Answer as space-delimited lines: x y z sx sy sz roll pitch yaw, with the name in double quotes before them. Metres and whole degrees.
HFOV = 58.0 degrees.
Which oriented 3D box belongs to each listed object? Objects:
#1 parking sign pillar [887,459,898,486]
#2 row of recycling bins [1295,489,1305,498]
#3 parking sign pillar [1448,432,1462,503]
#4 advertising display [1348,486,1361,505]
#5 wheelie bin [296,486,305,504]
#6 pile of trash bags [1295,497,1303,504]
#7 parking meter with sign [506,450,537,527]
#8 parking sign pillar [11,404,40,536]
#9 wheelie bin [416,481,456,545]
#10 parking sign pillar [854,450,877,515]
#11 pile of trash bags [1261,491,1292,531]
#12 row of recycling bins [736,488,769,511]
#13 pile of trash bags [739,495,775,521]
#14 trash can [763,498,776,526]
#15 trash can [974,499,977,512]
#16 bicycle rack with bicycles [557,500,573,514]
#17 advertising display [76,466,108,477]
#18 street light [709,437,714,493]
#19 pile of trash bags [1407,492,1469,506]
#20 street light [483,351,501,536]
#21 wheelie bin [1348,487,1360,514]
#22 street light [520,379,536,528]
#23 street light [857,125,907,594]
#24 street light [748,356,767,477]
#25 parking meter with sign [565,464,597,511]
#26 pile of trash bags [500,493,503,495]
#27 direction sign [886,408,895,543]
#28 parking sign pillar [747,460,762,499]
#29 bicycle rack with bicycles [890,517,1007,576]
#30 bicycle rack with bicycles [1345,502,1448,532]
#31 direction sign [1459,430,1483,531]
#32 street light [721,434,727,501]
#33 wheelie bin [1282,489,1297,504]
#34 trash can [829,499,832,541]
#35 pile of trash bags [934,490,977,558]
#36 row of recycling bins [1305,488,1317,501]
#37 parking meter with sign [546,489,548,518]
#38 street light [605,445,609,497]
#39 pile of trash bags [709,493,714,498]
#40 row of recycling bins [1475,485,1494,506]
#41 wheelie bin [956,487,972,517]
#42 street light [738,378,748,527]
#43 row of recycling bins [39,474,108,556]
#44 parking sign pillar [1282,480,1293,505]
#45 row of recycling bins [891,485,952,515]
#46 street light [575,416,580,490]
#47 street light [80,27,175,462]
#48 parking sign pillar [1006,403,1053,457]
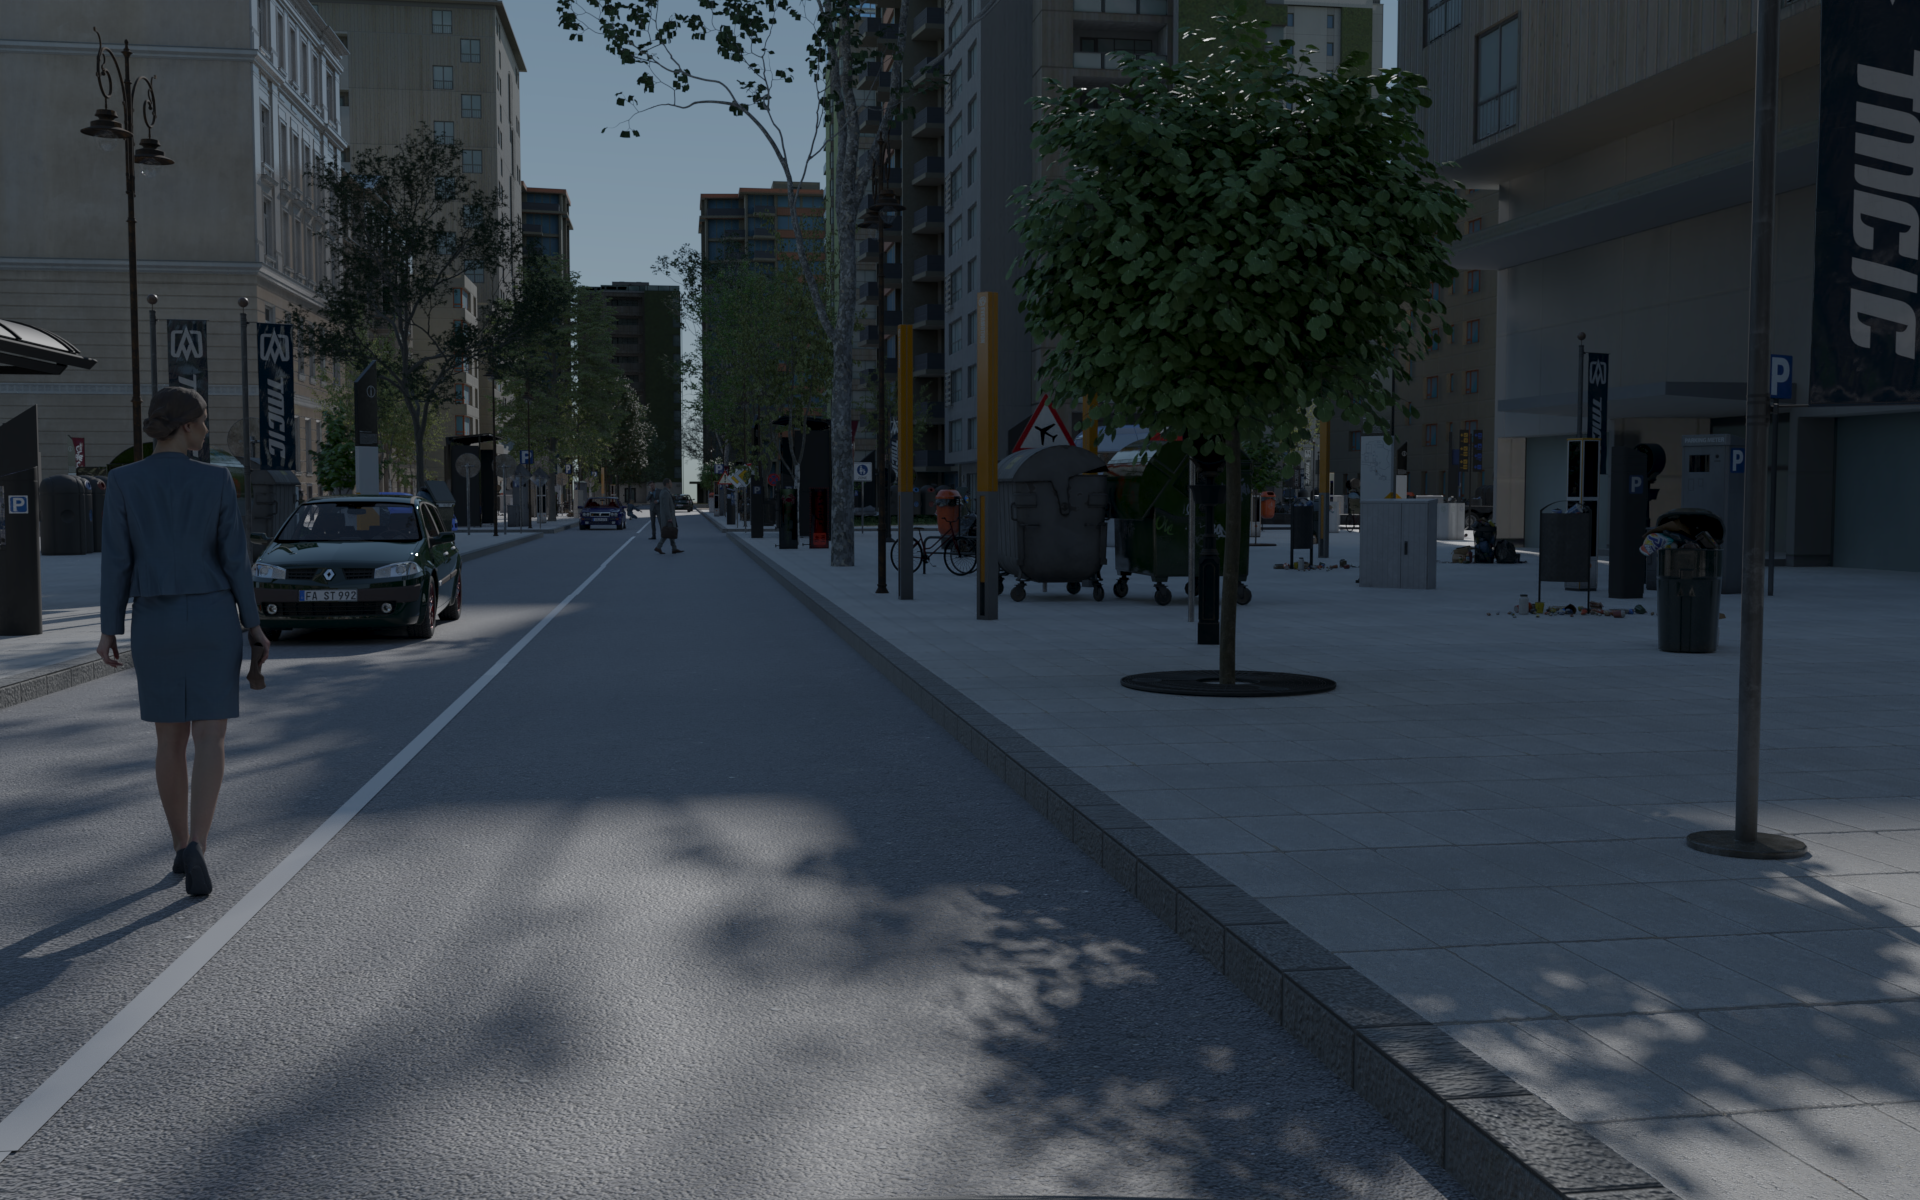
"parking sign pillar" -3.467 -6.559 95.704 1.447 3.967 1.447 1 4 15
"row of recycling bins" 25.304 -7.795 134.565 3.534 1.692 1.069 1 4 12
"parking sign pillar" 21.536 -5.314 75.358 1.447 3.967 1.447 1 4 23
"advertising display" 22.554 -5.715 98.660 0.974 1.923 0.123 3 5 42
"wheelie bin" -25.046 -3.500 65.136 0.980 1.594 0.693 3 5 43
"pile of trash bags" 13.982 -4.160 77.765 1.912 1.369 3.447 -3 4 -38
"parking meter with sign" -17.295 -4.390 68.035 0.543 3.016 1.738 0 4 6
"parking sign pillar" -28.301 -3.881 51.919 1.447 3.967 1.447 -1 4 -16
"wheelie bin" -12.277 -1.990 40.451 0.693 1.594 0.980 2 4 28
"parking sign pillar" -5.772 -7.122 104.912 1.447 3.967 1.447 -3 5 -40
"pile of trash bags" 9.315 -2.998 58.768 3.447 1.369 1.912 -2 4 -30
"row of recycling bins" -14.645 -7.069 122.697 1.069 1.692 3.534 -3 4 -39
"pile of trash bags" -9.767 -4.542 84.014 1.912 1.369 3.447 -1 4 -8
"trash can" -7.672 -3.524 69.278 0.748 1.137 0.748 0 3 0
"trash can" 0.795 -2.653 55.026 0.748 1.137 0.748 0 3 0
"bicycle rack with bicycles" -26.819 -6.148 113.901 2.852 0.926 2.925 -3 4 -38
"advertising display" -20.189 -2.159 40.508 0.974 1.923 0.123 1 4 12
"street light" -19.857 -10.131 138.421 0.468 5.910 1.993 -1 4 -9
"pile of trash bags" 22.753 -4.448 82.471 3.447 1.369 1.912 2 4 30
"street light" -14.143 -4.881 52.591 0.468 5.910 1.993 -1 4 -9
"wheelie bin" 17.183 -4.107 75.052 0.693 1.594 0.980 1 4 16
"street light" -16.048 -5.609 64.496 0.468 5.910 1.993 -1 4 -9
"street light" -1.008 -3.025 22.243 0.468 5.910 1.993 -1 4 -9
"street light" -6.617 -5.155 57.064 0.468 5.910 1.993 -1 4 -9
"parking meter with sign" -22.309 -6.462 101.915 0.543 3.016 1.738 3 5 43
"pile of trash bags" -33.060 -7.204 127.538 1.912 1.369 3.447 -3 5 -40
"direction sign" -1.876 -3.297 45.911 0.379 3.537 0.876 0 4 1
"parking sign pillar" -12.214 -7.070 104.073 1.447 3.967 1.447 3 4 39
"bicycle rack with bicycles" 0.707 -0.878 27.738 2.925 0.926 2.852 3 4 36
"bicycle rack with bicycles" 14.270 -2.668 57.006 2.852 0.926 2.925 0 4 -8
"direction sign" 17.953 -4.216 60.935 0.876 3.537 0.379 -1 4 -12
"street light" -14.145 -8.002 103.617 0.468 5.910 1.993 -1 4 -9
"wheelie bin" 20.499 -6.099 107.626 0.980 1.594 0.693 2 4 27
"trash can" -3.716 -2.197 47.582 0.748 1.137 0.748 0 3 0
"pile of trash bags" 0.602 -1.619 36.227 1.912 1.369 3.447 2 4 35
"row of recycling bins" 25.443 -6.758 117.601 3.534 1.692 1.069 2 4 35
"parking meter with sign" -23.419 -6.018 94.663 1.738 3.016 0.543 0 4 -2
"street light" -27.403 -9.867 134.117 0.468 5.910 1.993 -1 4 -9
"pile of trash bags" -18.818 -7.703 135.701 1.912 1.369 3.447 1 4 15
"row of recycling bins" 23.970 -4.315 77.657 1.069 1.692 3.534 0 4 -2
"wheelie bin" 0.083 -4.166 76.026 0.980 1.594 0.693 3 5 40
"street light" -8.451 -5.823 67.994 0.468 5.910 1.993 -1 4 -9
"row of recycling bins" -19.151 -1.870 37.685 1.069 1.692 3.534 -1 4 -11
"parking sign pillar" 23.692 -8.438 126.441 1.447 3.967 1.447 -1 4 -18
"row of recycling bins" -1.885 -4.485 80.440 3.534 1.692 1.069 -3 4 -36
"street light" -21.855 -7.737 99.285 0.468 5.910 1.993 -1 4 -9
"street light" -8.471 -2.752 17.779 0.468 5.910 1.993 -1 4 -9
"parking sign pillar" 1.999 -3.750 49.786 1.447 3.967 1.447 0 4 -6
